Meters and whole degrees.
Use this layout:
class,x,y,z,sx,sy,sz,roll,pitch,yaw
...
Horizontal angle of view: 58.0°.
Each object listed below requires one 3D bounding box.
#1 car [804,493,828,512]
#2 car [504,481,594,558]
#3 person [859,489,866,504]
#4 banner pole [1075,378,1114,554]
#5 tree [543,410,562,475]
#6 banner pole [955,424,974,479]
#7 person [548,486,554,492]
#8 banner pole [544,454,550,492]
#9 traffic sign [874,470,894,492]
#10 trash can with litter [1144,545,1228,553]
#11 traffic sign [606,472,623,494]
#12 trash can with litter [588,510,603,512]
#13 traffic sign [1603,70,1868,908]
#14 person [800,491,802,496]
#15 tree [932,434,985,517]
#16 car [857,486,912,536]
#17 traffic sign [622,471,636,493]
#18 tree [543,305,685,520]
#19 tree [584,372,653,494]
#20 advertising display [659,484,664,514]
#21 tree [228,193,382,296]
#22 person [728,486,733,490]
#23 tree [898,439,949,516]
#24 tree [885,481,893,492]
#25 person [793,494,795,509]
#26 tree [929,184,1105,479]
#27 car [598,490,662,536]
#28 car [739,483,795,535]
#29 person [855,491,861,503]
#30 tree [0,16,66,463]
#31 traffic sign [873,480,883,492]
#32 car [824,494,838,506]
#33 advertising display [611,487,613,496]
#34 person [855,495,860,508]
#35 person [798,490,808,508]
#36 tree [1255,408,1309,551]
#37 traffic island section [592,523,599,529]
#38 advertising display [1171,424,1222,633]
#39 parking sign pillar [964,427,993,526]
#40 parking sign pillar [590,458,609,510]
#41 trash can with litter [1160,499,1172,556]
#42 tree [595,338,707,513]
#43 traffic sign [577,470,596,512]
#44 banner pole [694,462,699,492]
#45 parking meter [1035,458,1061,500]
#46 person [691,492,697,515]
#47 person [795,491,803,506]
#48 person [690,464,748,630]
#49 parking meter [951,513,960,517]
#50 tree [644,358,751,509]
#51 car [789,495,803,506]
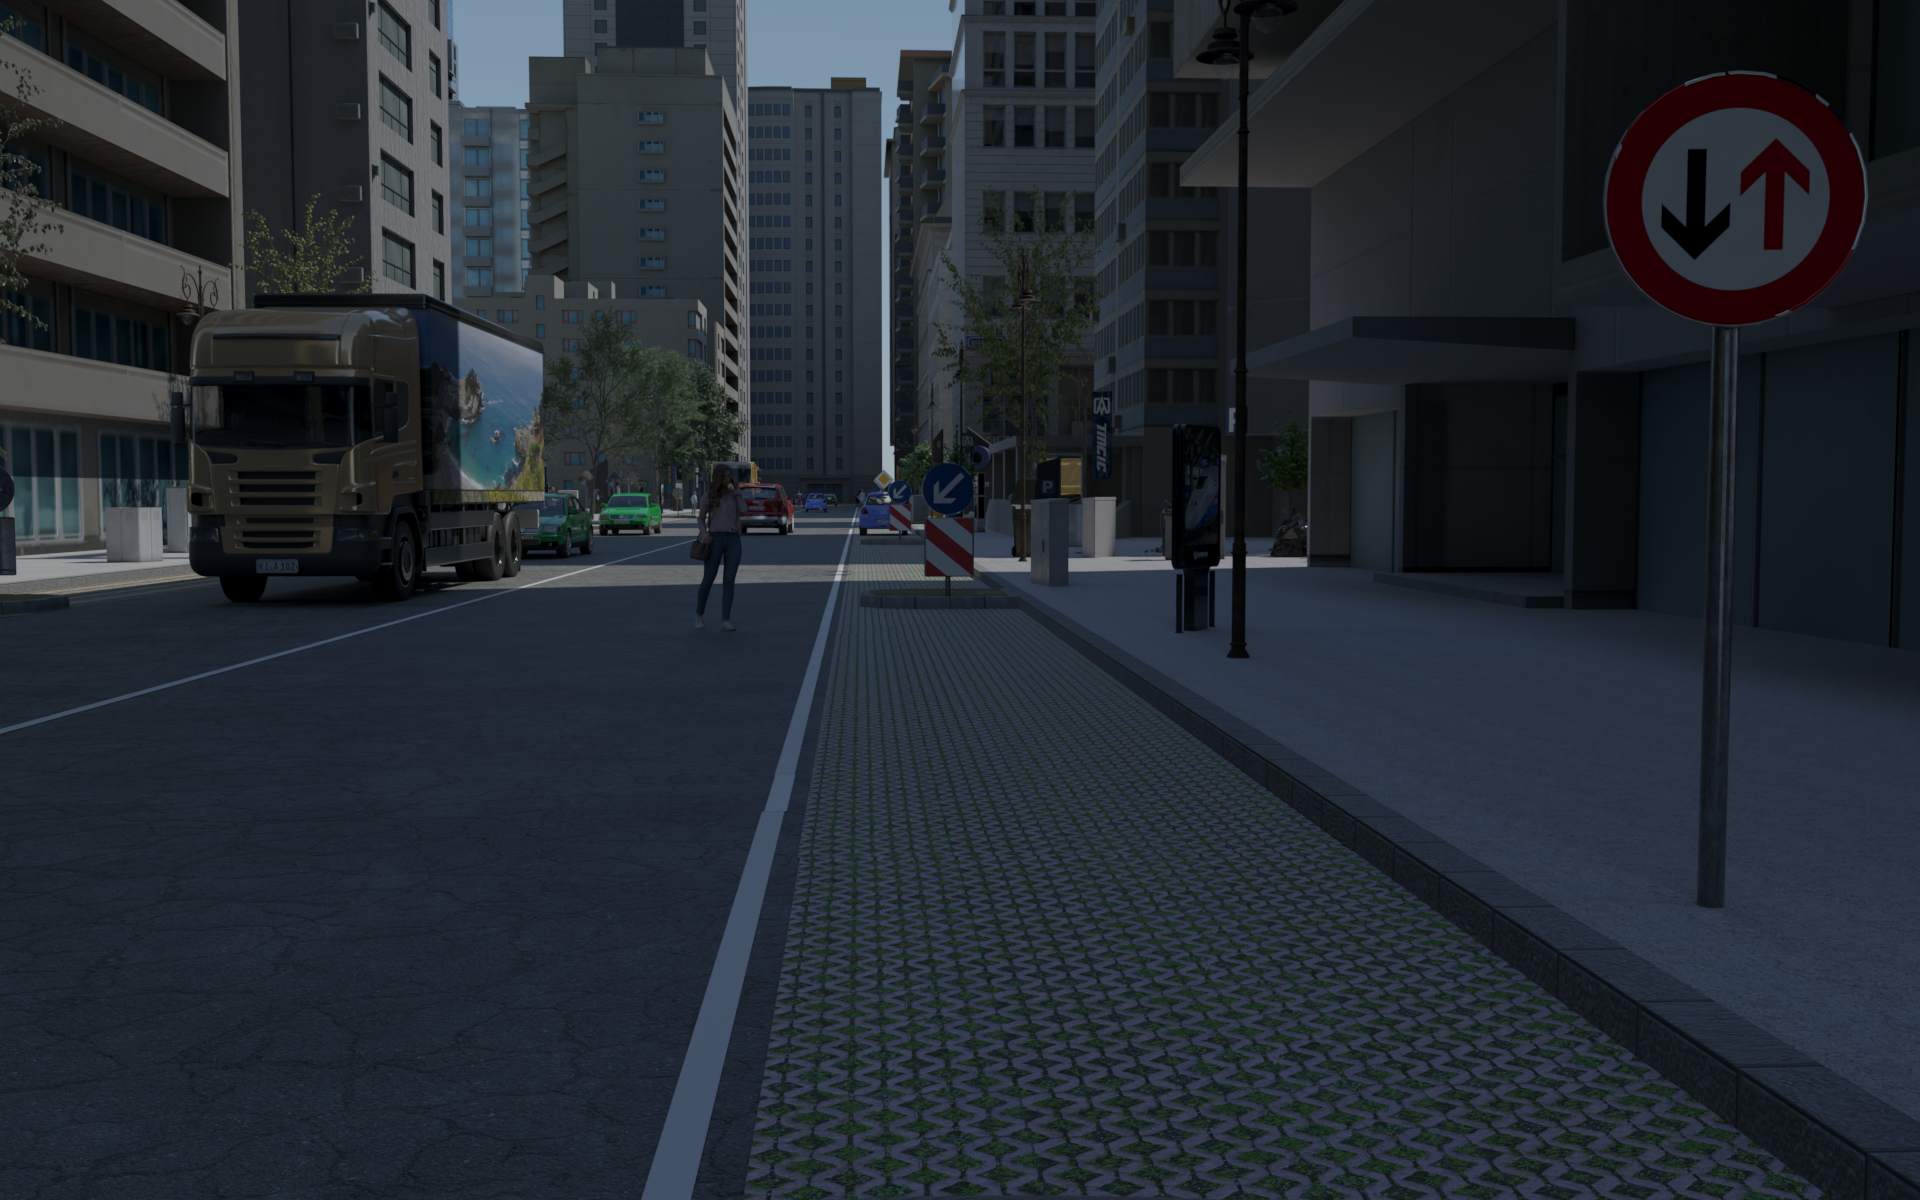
class,x,y,z,sx,sy,sz,roll,pitch,yaw
car,-11.371,-7.790,136.954,1.945,1.707,3.694,0,4,-5
car,-9.637,-1.904,39.923,1.959,1.807,4.718,0,4,-2
person,-8.543,-8.829,152.726,0.514,1.842,0.818,-3,5,-43
banner pole,2.895,-2.886,37.207,0.863,3.779,0.401,2,4,25
tree,-34.133,-11.546,139.133,4.360,8.622,3.978,0,3,0
banner pole,0.108,-4.420,62.284,0.863,3.779,0.401,0,4,-2
person,-17.635,-4.052,75.085,0.374,1.781,0.599,-3,5,-39
banner pole,-26.014,-7.260,108.724,0.863,3.779,0.401,-1,4,-22
traffic sign,-3.137,-4.151,71.510,0.795,2.450,0.064,0,4,-3
trash can with litter,4.807,-1.660,38.206,1.678,1.210,2.233,-1,4,-16
traffic sign,-15.719,-4.598,78.812,0.795,2.450,0.064,0,4,-3
trash can with litter,-26.827,-7.025,125.922,2.233,1.210,1.678,-1,4,-16
traffic sign,2.342,-0.319,5.325,0.768,2.556,0.104,0,4,6
person,-20.814,-13.325,226.456,1.348,1.812,0.705,0,4,1
tree,-0.157,-3.730,55.579,1.663,3.219,1.824,0,3,0
car,-2.652,-3.117,60.555,1.945,1.707,3.694,0,4,-2
traffic sign,-18.438,-5.896,96.503,0.768,2.556,0.104,0,4,1
tree,-18.075,-9.247,85.597,7.601,10.594,8.767,2,4,32
tree,-20.102,-9.275,102.015,4.360,8.622,3.978,0,3,0
advertising display,-18.979,-6.419,110.164,0.123,1.923,0.974,0,4,-2
tree,-16.382,-5.686,43.322,4.737,8.622,4.395,0,3,0
person,-10.393,-4.269,78.469,0.661,1.801,0.590,1,4,15
tree,-1.840,-7.186,101.206,4.285,4.588,4.351,0,3,0
tree,-8.730,-13.007,207.259,1.663,3.219,1.824,0,3,0
person,-15.685,-9.305,163.897,0.557,1.426,1.065,0,4,-4
tree,1.547,-5.505,40.369,4.737,8.622,4.395,0,3,0
car,-11.644,-3.210,61.285,1.959,1.807,4.718,0,4,-3
car,-7.101,-3.274,62.200,2.281,1.827,5.304,0,4,-2
person,-11.164,-11.304,193.287,1.348,1.831,0.705,2,4,24
tree,-14.935,-4.570,25.076,4.360,8.622,3.978,0,3,0
traffic sign,-3.593,-4.639,79.482,0.795,2.450,0.064,0,4,-3
car,-15.714,-12.039,208.631,2.131,1.459,4.920,0,4,-2
advertising display,-30.677,-9.014,152.591,0.123,1.923,0.974,-1,4,-10
person,-10.726,-10.488,183.162,0.799,1.438,0.628,1,4,15
person,-15.529,-10.088,173.529,1.350,1.814,0.705,0,4,-1
tree,7.449,-2.721,39.088,1.663,3.219,1.824,0,3,0
traffic island section,-15.742,-3.461,78.872,2.009,0.180,2.903,0,4,-3
advertising display,2.228,-0.678,16.302,0.123,1.923,0.974,2,4,29
parking sign pillar,0.819,-4.950,69.401,1.447,3.967,1.447,2,4,27
parking sign pillar,-26.979,-8.636,129.669,1.447,3.967,1.447,0,4,-7
trash can with litter,4.654,-1.492,35.782,1.055,1.170,0.624,1,4,9
tree,-20.389,-11.608,115.539,9.928,11.665,9.643,0,3,0
traffic sign,-15.263,-4.110,70.839,0.795,2.450,0.064,0,4,-3
banner pole,-20.702,-8.923,135.903,0.401,3.779,0.863,2,4,24
parking meter,1.416,-1.357,27.904,0.399,1.863,0.255,1,4,12
person,-18.177,-6.623,118.593,0.330,1.601,0.589,-3,4,-37
person,-19.498,-12.290,209.530,1.350,1.814,0.705,-2,4,-25
person,-2.581,-0.566,18.345,0.593,1.750,0.643,-1,4,-20
parking meter,-0.152,-3.173,60.288,0.372,1.533,0.369,0,3,0
tree,-22.354,-14.012,146.098,9.611,12.733,9.660,0,3,0
car,-20.516,-12.426,215.750,1.945,1.354,3.894,0,4,-1
